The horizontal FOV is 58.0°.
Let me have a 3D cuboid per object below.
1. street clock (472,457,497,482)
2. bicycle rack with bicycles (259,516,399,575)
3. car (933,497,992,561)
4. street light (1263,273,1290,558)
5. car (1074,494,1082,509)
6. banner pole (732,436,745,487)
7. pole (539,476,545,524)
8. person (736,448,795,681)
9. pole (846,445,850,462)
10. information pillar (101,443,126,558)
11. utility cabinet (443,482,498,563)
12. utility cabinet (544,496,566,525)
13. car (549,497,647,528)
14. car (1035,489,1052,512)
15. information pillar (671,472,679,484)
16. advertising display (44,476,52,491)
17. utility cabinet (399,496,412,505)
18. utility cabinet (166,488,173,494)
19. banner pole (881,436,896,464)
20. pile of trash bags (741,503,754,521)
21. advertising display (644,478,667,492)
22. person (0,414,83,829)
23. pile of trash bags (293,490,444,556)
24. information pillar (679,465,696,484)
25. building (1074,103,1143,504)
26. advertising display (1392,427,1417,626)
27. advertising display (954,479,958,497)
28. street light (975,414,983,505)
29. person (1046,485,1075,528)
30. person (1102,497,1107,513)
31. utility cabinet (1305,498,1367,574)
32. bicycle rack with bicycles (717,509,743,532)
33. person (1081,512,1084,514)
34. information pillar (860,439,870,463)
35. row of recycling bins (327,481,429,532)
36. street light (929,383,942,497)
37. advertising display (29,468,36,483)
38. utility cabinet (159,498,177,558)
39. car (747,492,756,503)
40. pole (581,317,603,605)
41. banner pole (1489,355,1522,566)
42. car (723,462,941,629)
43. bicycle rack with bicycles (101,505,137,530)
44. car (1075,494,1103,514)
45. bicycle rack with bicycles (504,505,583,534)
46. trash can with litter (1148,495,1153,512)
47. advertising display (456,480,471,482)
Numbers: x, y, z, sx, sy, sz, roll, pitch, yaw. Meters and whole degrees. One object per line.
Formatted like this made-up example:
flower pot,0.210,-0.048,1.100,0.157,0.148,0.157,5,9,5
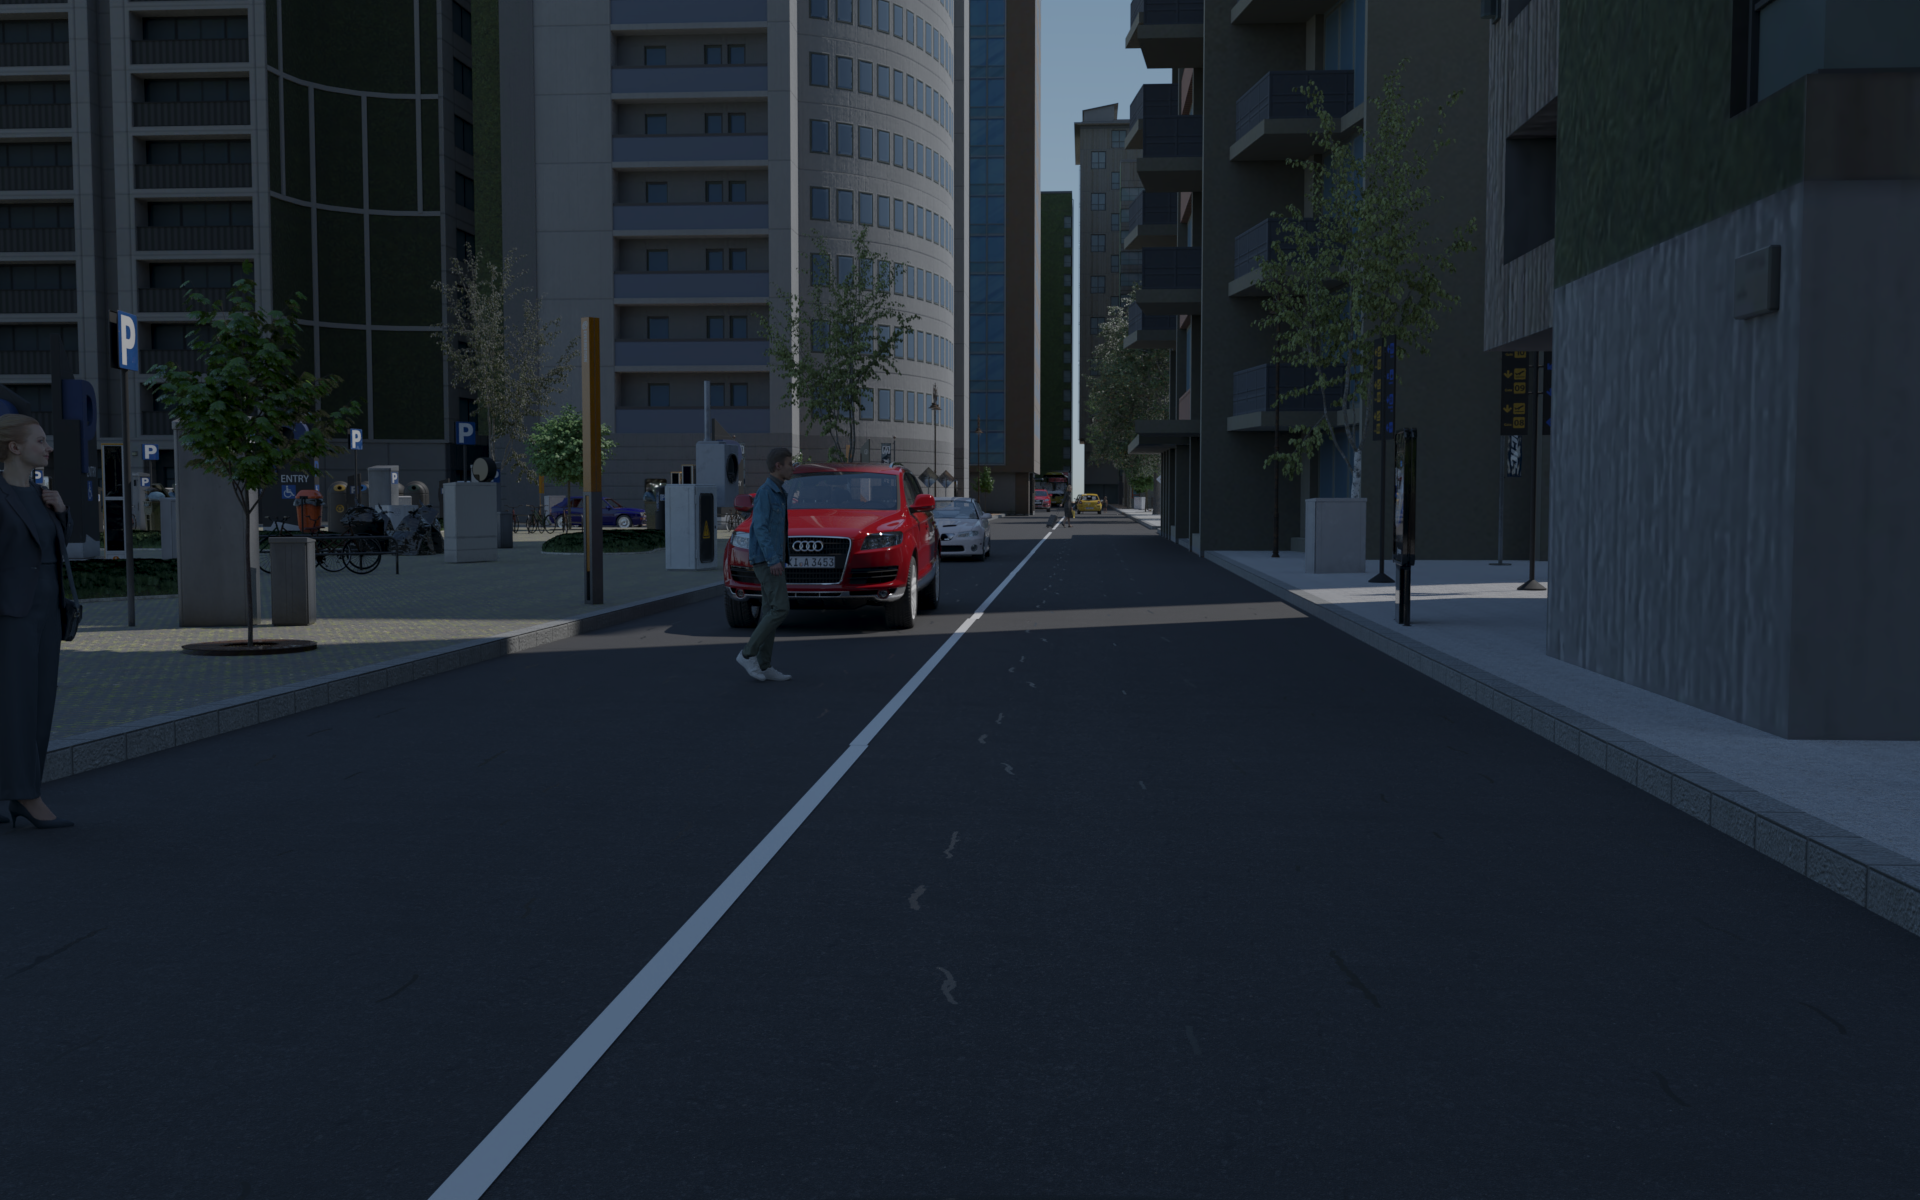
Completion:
street clock,-9.422,-1.822,34.359,0.471,2.002,0.358,2,4,34
bicycle rack with bicycles,-10.430,-0.884,27.831,2.925,0.926,2.852,-3,4,-36
car,-0.303,-1.598,38.484,2.083,1.381,4.827,0,4,3
street light,6.393,-3.799,34.899,0.468,5.910,1.993,0,4,4
car,11.896,-9.554,165.990,2.009,1.686,4.222,0,4,4
banner pole,-9.475,-5.136,73.988,0.863,3.779,0.401,3,4,36
pole,-17.728,-4.864,73.369,0.158,3.312,0.155,0,3,0
person,-1.478,-0.269,13.237,0.444,1.785,0.601,1,4,9
pole,-4.632,-4.791,72.173,0.158,3.312,0.155,0,3,0
information pillar,-12.291,-1.269,25.232,0.304,2.012,0.304,-1,4,-17
utility cabinet,-9.188,-1.457,32.493,0.318,1.500,1.173,1,4,23
utility cabinet,-17.023,-3.770,72.793,0.306,1.237,1.020,2,4,28
car,-14.431,-3.490,69.641,3.894,1.354,1.945,0,4,6
car,6.224,-7.948,138.628,2.281,1.827,5.304,0,4,2
information pillar,-9.444,-3.258,57.757,0.304,2.012,0.304,0,4,6
advertising display,-33.153,-3.518,62.740,0.974,1.923,0.123,3,4,38
utility cabinet,-17.419,-2.578,53.316,1.020,1.237,0.306,-2,4,-24
utility cabinet,-29.619,-3.392,64.138,1.173,1.500,0.318,-1,4,-17
banner pole,-3.031,-5.177,74.661,0.863,3.779,0.401,1,4,22
pile of trash bags,-5.224,-2.593,52.156,1.912,1.369,3.447,-3,5,-40
advertising display,-12.611,-4.074,71.830,0.974,1.923,0.123,-3,4,-37
person,-4.079,0.093,7.406,0.534,1.772,0.576,-1,4,-12
pile of trash bags,-12.690,-1.671,37.081,3.447,1.369,1.912,1,4,13
information pillar,-6.768,-2.378,43.373,0.304,2.012,0.304,1,4,11
building,29.654,-39.882,241.305,27.495,52.752,28.713,0,4,4
advertising display,4.405,-0.732,17.185,0.123,1.923,0.974,1,4,8
advertising display,-0.189,-4.378,76.800,0.123,1.923,0.974,0,4,3
street light,1.074,-7.751,99.510,0.468,5.910,1.993,0,4,4
person,4.319,-3.988,73.917,1.509,1.804,0.699,-2,4,-31
person,10.868,-7.145,129.996,0.362,1.253,0.373,0,4,5
utility cabinet,6.105,-1.040,28.165,1.020,1.237,0.306,-2,4,-25
bicycle rack with bicycles,-7.159,-2.792,59.034,2.852,0.926,2.925,-2,4,-35
person,9.001,-6.984,127.364,0.332,1.250,0.352,1,4,19
information pillar,-3.997,-5.011,73.283,0.504,3.616,0.183,3,4,36
row of recycling bins,-18.551,-2.945,55.260,3.534,1.692,1.069,1,4,13
street light,-1.029,-6.066,71.971,0.468,5.910,1.993,0,4,4
advertising display,-17.009,-1.606,31.480,0.123,1.923,0.974,-1,4,-10
utility cabinet,-13.780,-1.212,30.984,0.306,1.237,1.020,1,4,23
car,-6.816,-3.564,67.312,4.494,1.783,2.155,0,4,3
pole,-4.267,-1.605,20.092,0.158,3.312,0.155,0,3,0
banner pole,9.921,-2.523,31.270,0.863,3.779,0.401,-3,5,-40
car,-1.373,-0.705,20.200,2.281,1.827,5.304,0,4,4
bicycle rack with bicycles,-28.895,-2.700,57.527,2.852,0.926,2.925,-3,4,-38
car,9.266,-6.977,124.296,2.015,1.641,3.980,0,4,3
bicycle rack with bicycles,-13.600,-2.657,56.830,2.852,0.926,2.925,-2,4,-28
trash can with litter,14.696,-7.125,127.544,2.233,1.210,1.678,1,4,14
advertising display,-23.067,-4.615,80.661,0.974,1.923,0.123,2,4,31
